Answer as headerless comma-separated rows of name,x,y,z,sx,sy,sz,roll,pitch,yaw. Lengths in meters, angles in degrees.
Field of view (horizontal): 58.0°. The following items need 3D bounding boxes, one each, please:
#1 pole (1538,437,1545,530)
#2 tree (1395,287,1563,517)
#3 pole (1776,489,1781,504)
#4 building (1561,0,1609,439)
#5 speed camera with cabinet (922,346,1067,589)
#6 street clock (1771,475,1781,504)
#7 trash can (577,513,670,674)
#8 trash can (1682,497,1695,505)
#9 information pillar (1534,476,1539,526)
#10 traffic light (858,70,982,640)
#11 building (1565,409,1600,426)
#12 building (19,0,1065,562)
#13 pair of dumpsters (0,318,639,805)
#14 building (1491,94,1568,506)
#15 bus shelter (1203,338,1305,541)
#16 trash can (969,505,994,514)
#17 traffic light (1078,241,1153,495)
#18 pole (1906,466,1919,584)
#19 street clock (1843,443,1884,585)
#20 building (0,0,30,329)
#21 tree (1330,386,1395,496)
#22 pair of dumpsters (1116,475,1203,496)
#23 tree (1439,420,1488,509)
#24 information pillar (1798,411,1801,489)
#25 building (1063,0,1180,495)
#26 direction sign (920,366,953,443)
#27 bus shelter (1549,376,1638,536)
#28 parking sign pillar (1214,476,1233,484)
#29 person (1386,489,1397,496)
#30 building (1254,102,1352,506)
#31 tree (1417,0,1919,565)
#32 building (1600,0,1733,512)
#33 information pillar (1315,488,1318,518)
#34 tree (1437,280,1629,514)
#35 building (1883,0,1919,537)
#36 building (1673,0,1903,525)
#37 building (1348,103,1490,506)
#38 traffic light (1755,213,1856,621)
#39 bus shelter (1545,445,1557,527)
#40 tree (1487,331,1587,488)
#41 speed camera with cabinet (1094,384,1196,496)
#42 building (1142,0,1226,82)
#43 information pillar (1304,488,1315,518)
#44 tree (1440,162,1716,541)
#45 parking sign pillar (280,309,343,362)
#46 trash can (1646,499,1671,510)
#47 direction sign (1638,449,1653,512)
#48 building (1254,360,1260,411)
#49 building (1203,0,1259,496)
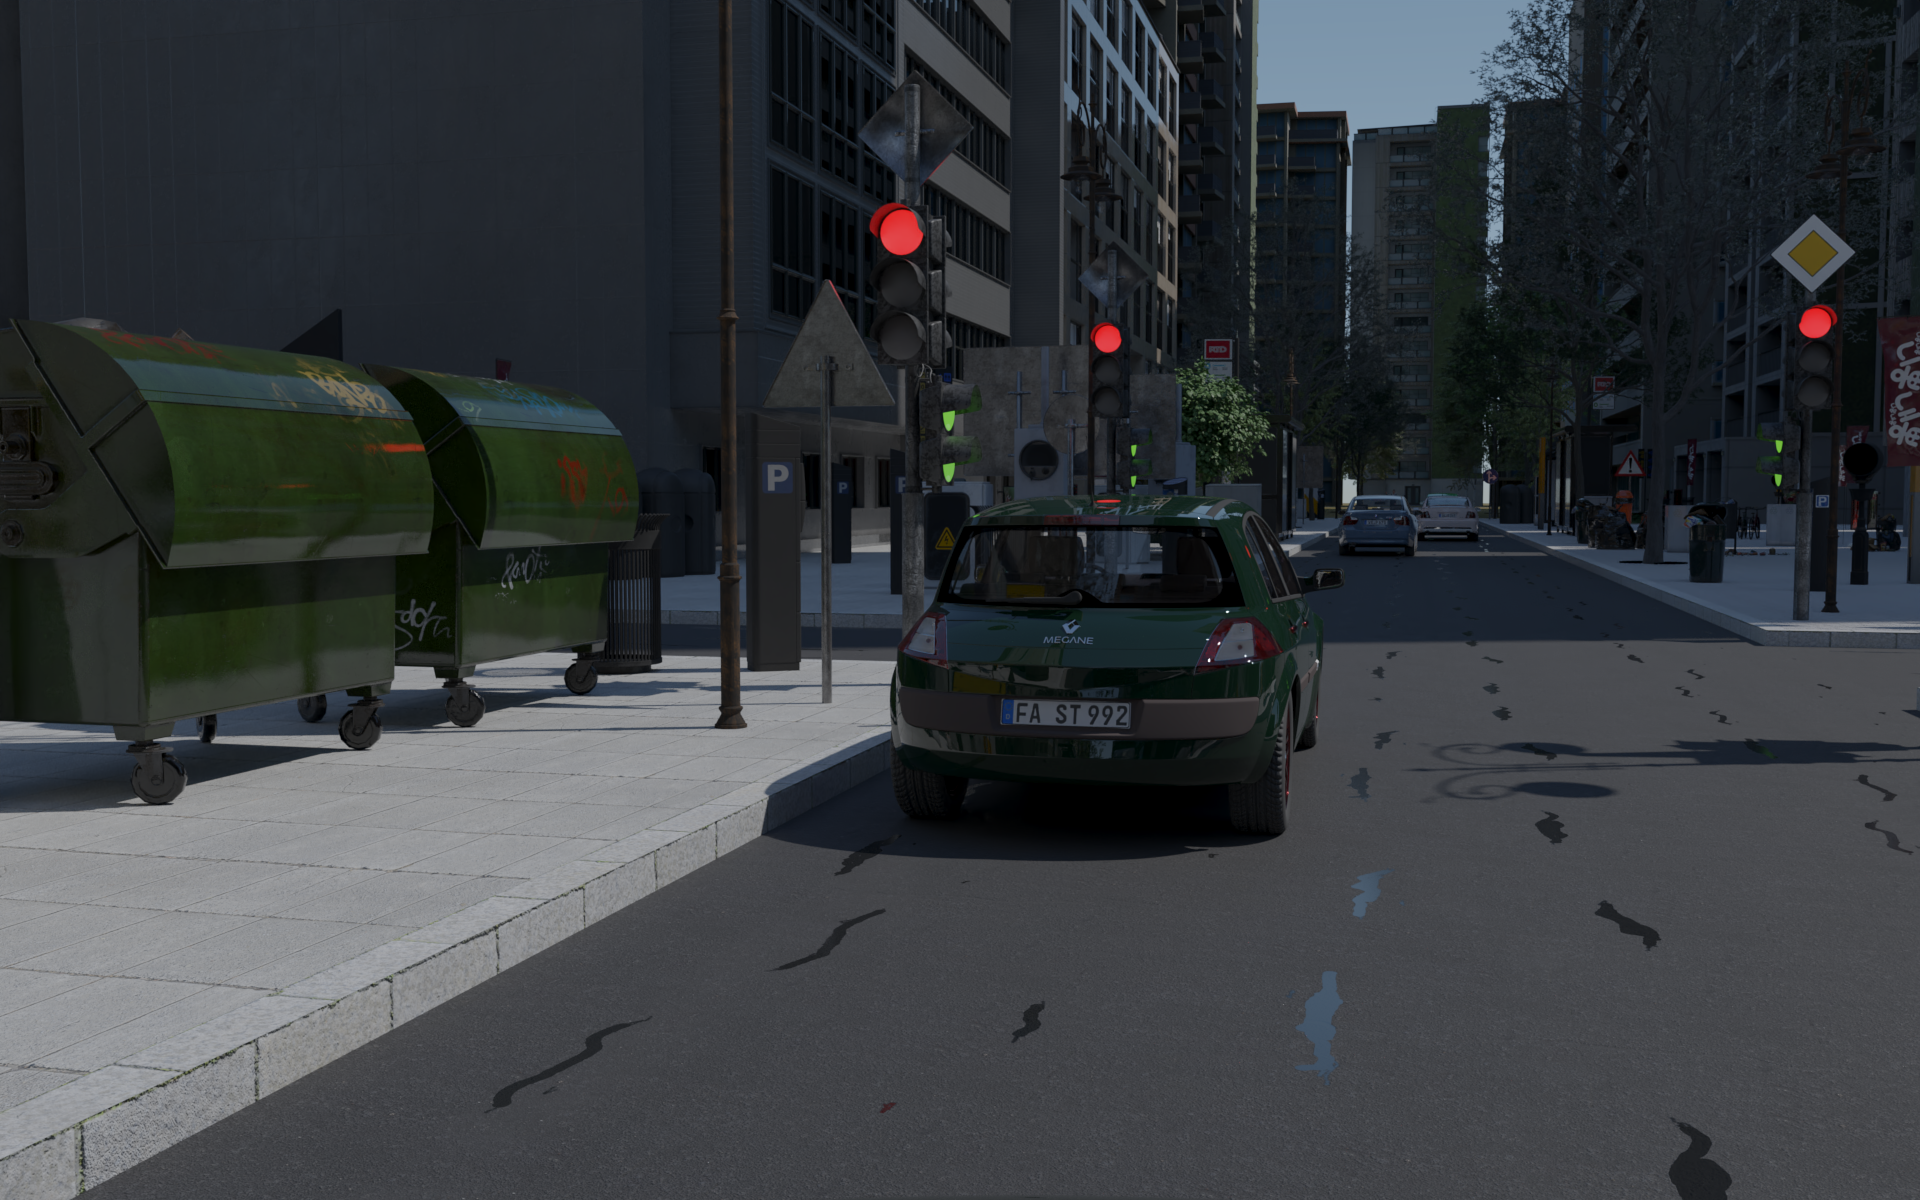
pole,20.921,-4.187,62.300,0.158,3.312,0.155,0,3,0
tree,29.277,-10.836,95.298,7.486,12.596,7.792,0,3,0
pole,31.218,-4.415,66.032,0.158,3.312,0.155,0,3,0
building,58.295,-30.235,144.450,14.600,45.320,14.200,1,4,14
speed camera with cabinet,0.431,-1.771,23.291,2.038,3.252,0.660,1,4,13
street clock,28.178,-3.367,59.614,0.471,2.002,0.358,3,4,39
trash can,-2.466,-0.053,12.516,0.748,1.137,0.748,0,3,0
trash can,33.687,-4.199,80.312,0.748,1.137,0.748,0,3,0
information pillar,23.392,-4.009,70.045,0.304,2.012,0.304,1,4,10
traffic light,-0.298,-1.383,11.538,0.839,4.253,0.868,1,4,14
building,55.909,-49.390,120.201,22.319,86.520,31.000,1,4,14
building,-6.903,-13.796,44.627,14.314,24.678,30.058,1,4,14
pair of dumpsters,-3.323,-0.407,9.152,1.574,2.255,4.437,1,4,15
building,70.975,-32.428,184.814,28.867,44.769,22.147,1,4,14
bus shelter,7.999,-4.248,47.082,2.179,5.291,8.768,1,4,15
trash can,0.486,-0.619,21.776,0.748,1.137,0.748,0,3,0
traffic light,1.703,-1.856,19.270,0.839,4.253,0.868,1,4,14
pole,13.645,-1.884,24.654,0.158,3.312,0.155,0,3,0
street clock,12.731,-1.216,24.460,0.471,2.002,0.358,3,5,44
building,-26.725,-10.672,39.114,19.286,19.102,10.561,1,4,14
tree,35.628,-14.315,152.180,7.486,12.596,7.792,0,3,0
pair of dumpsters,3.931,-1.998,35.154,1.574,2.255,4.437,1,4,14
tree,43.415,-12.121,148.532,4.360,8.622,3.978,0,3,0
information pillar,22.294,-3.332,45.833,0.183,3.616,0.504,3,5,43
building,-2.158,-16.652,76.773,19.350,26.468,34.151,1,4,14
direction sign,-0.508,-2.362,30.619,0.876,3.537,0.379,-2,4,-33
bus shelter,20.531,-4.834,56.662,2.179,5.291,8.768,1,4,14
parking sign pillar,9.181,-4.260,58.117,1.447,3.967,1.447,1,4,14
person,27.243,-6.126,109.459,0.742,1.727,0.445,1,4,17
building,28.967,-33.080,195.475,28.867,44.769,22.147,1,4,14
tree,12.911,-7.406,31.452,12.009,13.543,11.850,0,3,0
building,48.183,-28.868,95.688,21.300,48.544,21.600,1,4,14
information pillar,18.793,-6.148,91.869,0.504,3.616,0.183,3,4,38
tree,26.838,-9.503,81.133,9.928,11.665,9.643,0,3,0
building,35.601,-17.101,51.310,14.160,30.474,14.107,1,4,14
building,43.819,-38.889,74.092,20.563,71.187,20.611,1,4,14
building,49.117,-30.739,186.174,14.086,41.232,14.154,1,4,14
traffic light,8.543,-1.749,17.522,0.839,4.253,0.868,1,4,14
bus shelter,23.199,-4.385,65.617,2.014,3.302,5.546,1,4,15
tree,24.254,-7.484,72.728,4.737,8.622,4.395,0,3,0
speed camera with cabinet,3.329,-2.276,31.552,0.660,3.252,2.038,-3,5,-42
building,4.988,-27.877,110.412,22.147,44.769,28.867,1,4,14
information pillar,18.384,-6.127,91.525,0.504,3.616,0.183,-2,4,-34
tree,16.528,-6.867,46.694,7.601,10.594,8.767,1,4,21
parking sign pillar,-9.658,-2.265,25.510,1.447,3.967,1.447,0,4,5
trash can,21.501,-2.549,53.336,0.748,1.137,0.748,0,3,0
direction sign,34.304,-5.793,86.705,0.876,3.537,0.379,-1,4,-15
building,11.813,-51.340,152.084,31.000,86.520,22.319,1,4,14
building,14.708,-27.354,130.827,14.154,41.232,14.086,1,4,14
